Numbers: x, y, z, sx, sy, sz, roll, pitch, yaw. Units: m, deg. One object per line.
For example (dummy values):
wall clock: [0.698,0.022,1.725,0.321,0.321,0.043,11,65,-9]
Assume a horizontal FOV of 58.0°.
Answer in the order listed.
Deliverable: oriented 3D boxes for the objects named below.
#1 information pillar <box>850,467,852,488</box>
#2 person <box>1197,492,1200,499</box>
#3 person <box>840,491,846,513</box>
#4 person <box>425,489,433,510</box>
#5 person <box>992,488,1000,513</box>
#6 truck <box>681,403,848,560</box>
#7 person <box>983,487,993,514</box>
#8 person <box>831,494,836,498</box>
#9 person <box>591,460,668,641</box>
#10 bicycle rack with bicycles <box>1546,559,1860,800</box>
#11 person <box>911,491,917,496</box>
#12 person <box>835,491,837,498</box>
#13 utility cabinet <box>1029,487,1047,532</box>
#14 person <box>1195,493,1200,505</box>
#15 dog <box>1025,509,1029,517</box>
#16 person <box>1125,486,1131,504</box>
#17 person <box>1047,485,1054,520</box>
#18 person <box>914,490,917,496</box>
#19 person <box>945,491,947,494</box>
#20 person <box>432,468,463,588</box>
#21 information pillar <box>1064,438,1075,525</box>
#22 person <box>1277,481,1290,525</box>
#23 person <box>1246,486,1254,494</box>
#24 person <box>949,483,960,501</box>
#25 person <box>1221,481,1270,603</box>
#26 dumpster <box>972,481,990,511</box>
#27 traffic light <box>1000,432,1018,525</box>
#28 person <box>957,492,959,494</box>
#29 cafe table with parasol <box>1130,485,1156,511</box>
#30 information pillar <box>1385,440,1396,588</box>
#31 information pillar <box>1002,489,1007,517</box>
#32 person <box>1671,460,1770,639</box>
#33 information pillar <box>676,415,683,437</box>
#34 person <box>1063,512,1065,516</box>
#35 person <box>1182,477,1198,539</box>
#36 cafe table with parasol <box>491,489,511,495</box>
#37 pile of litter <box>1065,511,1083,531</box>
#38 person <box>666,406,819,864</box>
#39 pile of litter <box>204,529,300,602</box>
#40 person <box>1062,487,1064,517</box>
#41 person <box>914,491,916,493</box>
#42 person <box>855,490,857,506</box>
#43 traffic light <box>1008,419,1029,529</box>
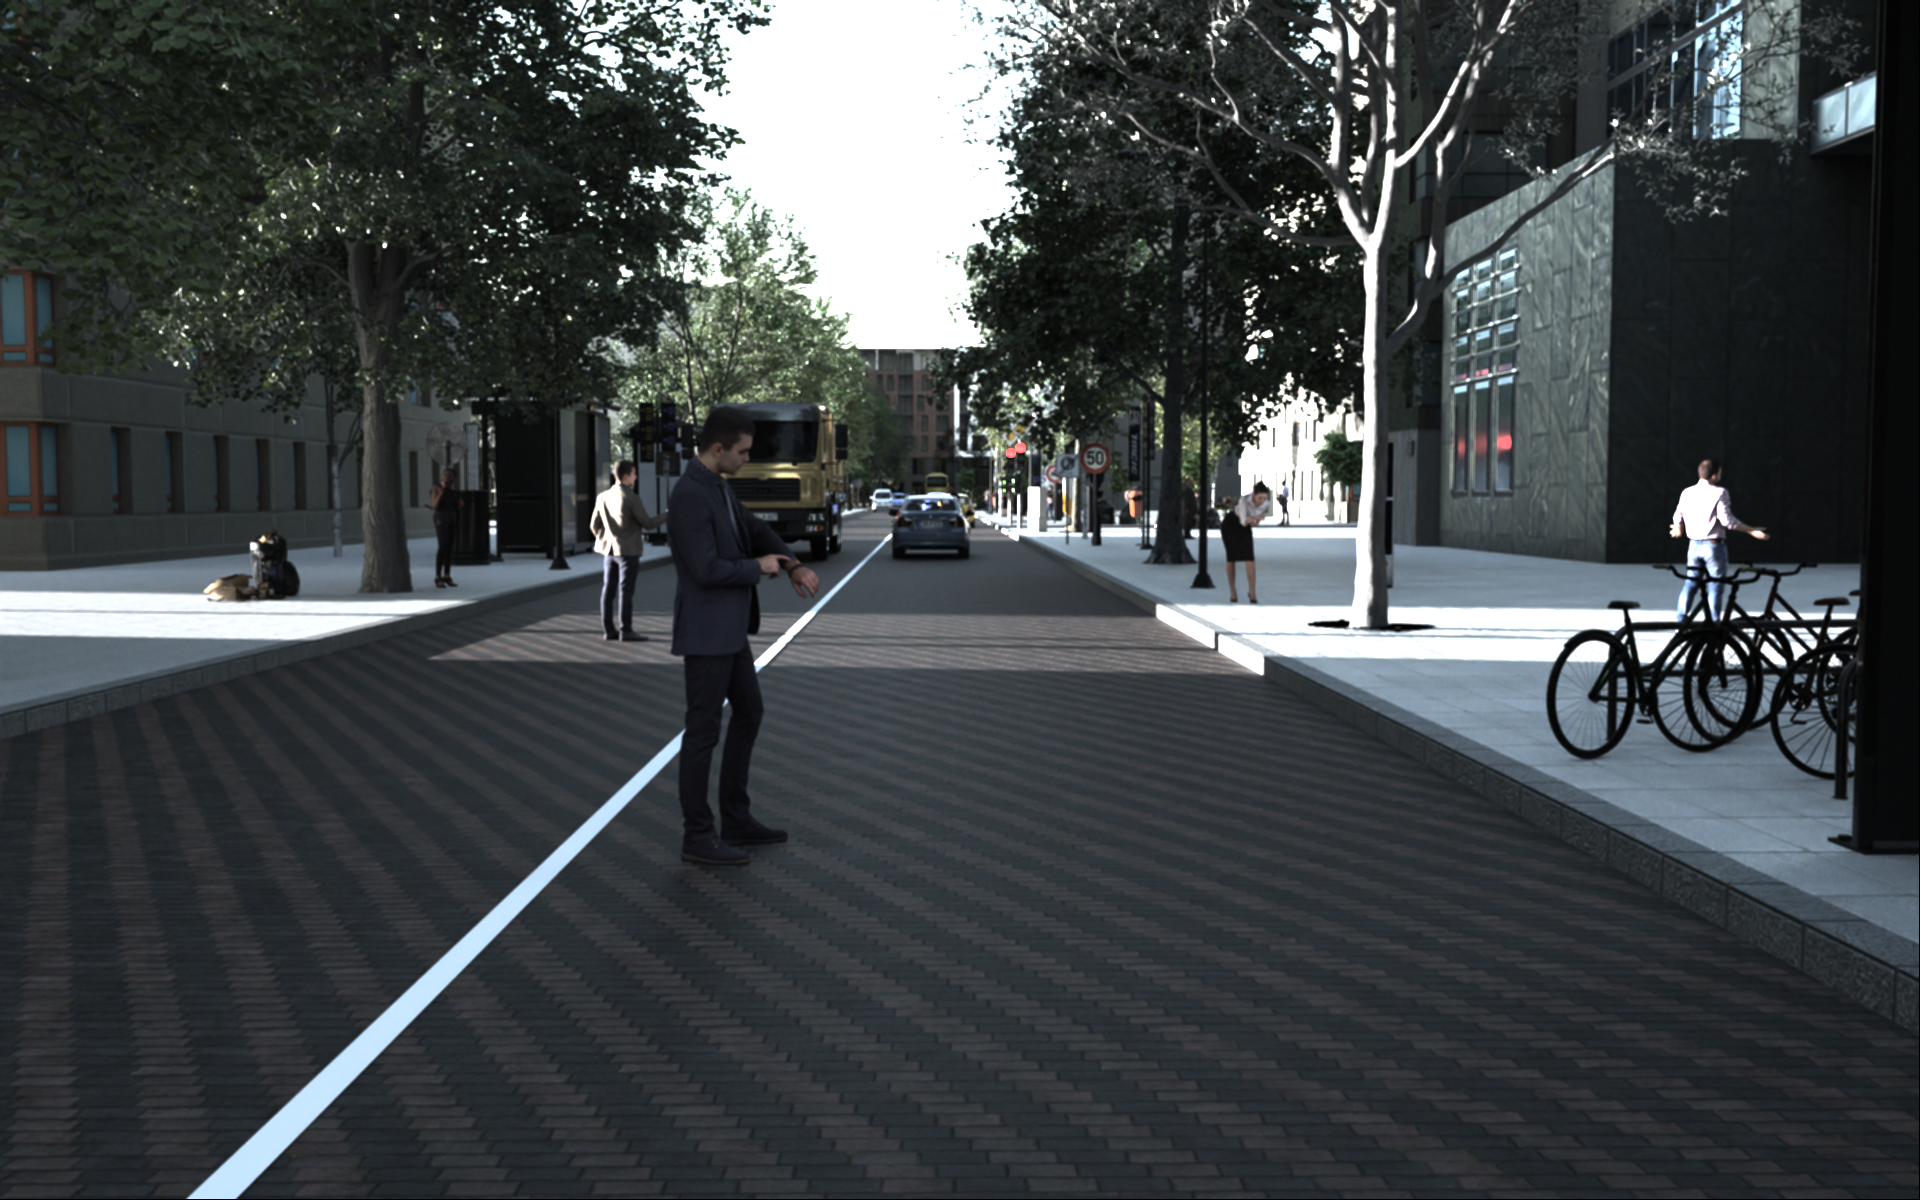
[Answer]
information pillar: [-9.053,-9.349,144.215,0.183,3.616,0.504,-1,4,-15]
person: [15.868,-6.408,114.052,0.421,1.427,0.697,-2,4,-32]
person: [-7.955,-6.658,117.112,0.499,1.552,0.429,0,4,-2]
person: [-12.182,-1.923,40.666,0.628,1.438,0.799,0,4,-7]
person: [2.486,-6.798,117.985,0.742,1.727,0.445,0,4,-7]
truck: [-4.147,-2.676,39.677,3.469,3.379,9.791,0,4,-1]
person: [1.841,-6.414,111.728,0.431,1.722,0.655,-3,5,-45]
person: [-4.192,-2.583,53.968,0.697,1.427,0.421,1,4,15]
person: [-3.181,-0.491,17.055,0.750,1.759,0.617,-3,5,-41]
bicycle rack with bicycles: [4.238,0.305,8.397,2.925,0.926,2.852,-1,4,-9]
person: [-4.213,-9.257,160.306,0.683,1.767,0.568,-1,4,-16]
person: [-14.182,-11.823,199.881,0.750,1.759,0.617,3,5,41]
utility cabinet: [2.641,-3.049,58.533,0.318,1.500,1.173,-1,4,-15]
person: [14.890,-6.009,108.206,0.435,1.345,0.340,-1,4,-14]
dog: [3.588,-4.708,91.352,0.800,0.831,0.513,2,4,29]
person: [10.654,-6.294,109.072,0.434,1.807,0.598,-1,4,-17]
person: [4.575,-4.866,86.423,0.431,1.722,0.655,3,4,37]
person: [-4.761,-10.513,180.318,1.348,1.831,0.705,2,4,34]
person: [-1.376,-10.543,181.427,0.434,1.755,0.990,3,5,45]
person: [-7.058,-1.001,23.879,0.415,1.643,0.593,-1,4,-17]
information pillar: [4.499,-4.876,71.069,0.504,3.616,0.183,-1,4,-18]
person: [13.266,-4.005,71.389,0.599,1.838,0.709,2,4,35]
person: [14.719,-4.925,87.511,0.756,1.711,0.436,0,4,2]
person: [-0.249,-2.406,48.537,0.504,1.737,0.576,-3,4,-37]
person: [3.381,-0.679,20.341,0.799,1.438,0.628,3,5,39]
dumpster: [1.680,-7.957,132.595,1.502,2.255,1.985,0,4,-1]
traffic light: [2.082,-5.079,71.966,0.839,4.253,0.868,0,4,-1]
person: [-0.196,-8.635,151.156,0.415,1.643,0.593,-1,4,-23]
cafe table with parasol: [13.227,-7.558,128.431,2.610,1.966,2.610,2,4,25]
information pillar: [5.715,-1.171,23.644,0.304,2.012,0.304,-2,4,-29]
information pillar: [2.483,-5.692,97.550,0.304,2.012,0.304,-1,4,-21]
person: [6.674,-0.454,15.432,0.435,1.587,0.963,-3,4,-37]
information pillar: [-8.273,-3.660,51.193,0.183,3.616,0.504,1,4,11]
person: [6.094,-5.693,102.354,0.726,1.435,0.776,2,4,25]
person: [6.576,-2.622,49.469,0.434,1.755,0.990,1,4,19]
cafe table with parasol: [-28.458,-6.412,109.699,2.610,1.966,2.610,2,4,24]
pile of litter: [4.238,-2.855,60.640,1.176,0.858,1.719,1,4,20]
person: [-0.837,0.131,6.808,0.568,1.767,0.683,0,4,4]
pile of litter: [-8.786,-0.453,21.366,1.176,0.858,1.719,1,4,9]
person: [5.657,-5.366,94.581,0.742,1.727,0.445,3,5,40]
person: [-4.481,-9.604,166.045,0.721,1.766,1.217,0,4,-6]
person: [-11.015,-10.959,185.746,0.617,1.759,0.750,-2,4,-25]
traffic light: [2.204,-4.591,63.982,0.839,4.253,0.868,0,4,-1]
